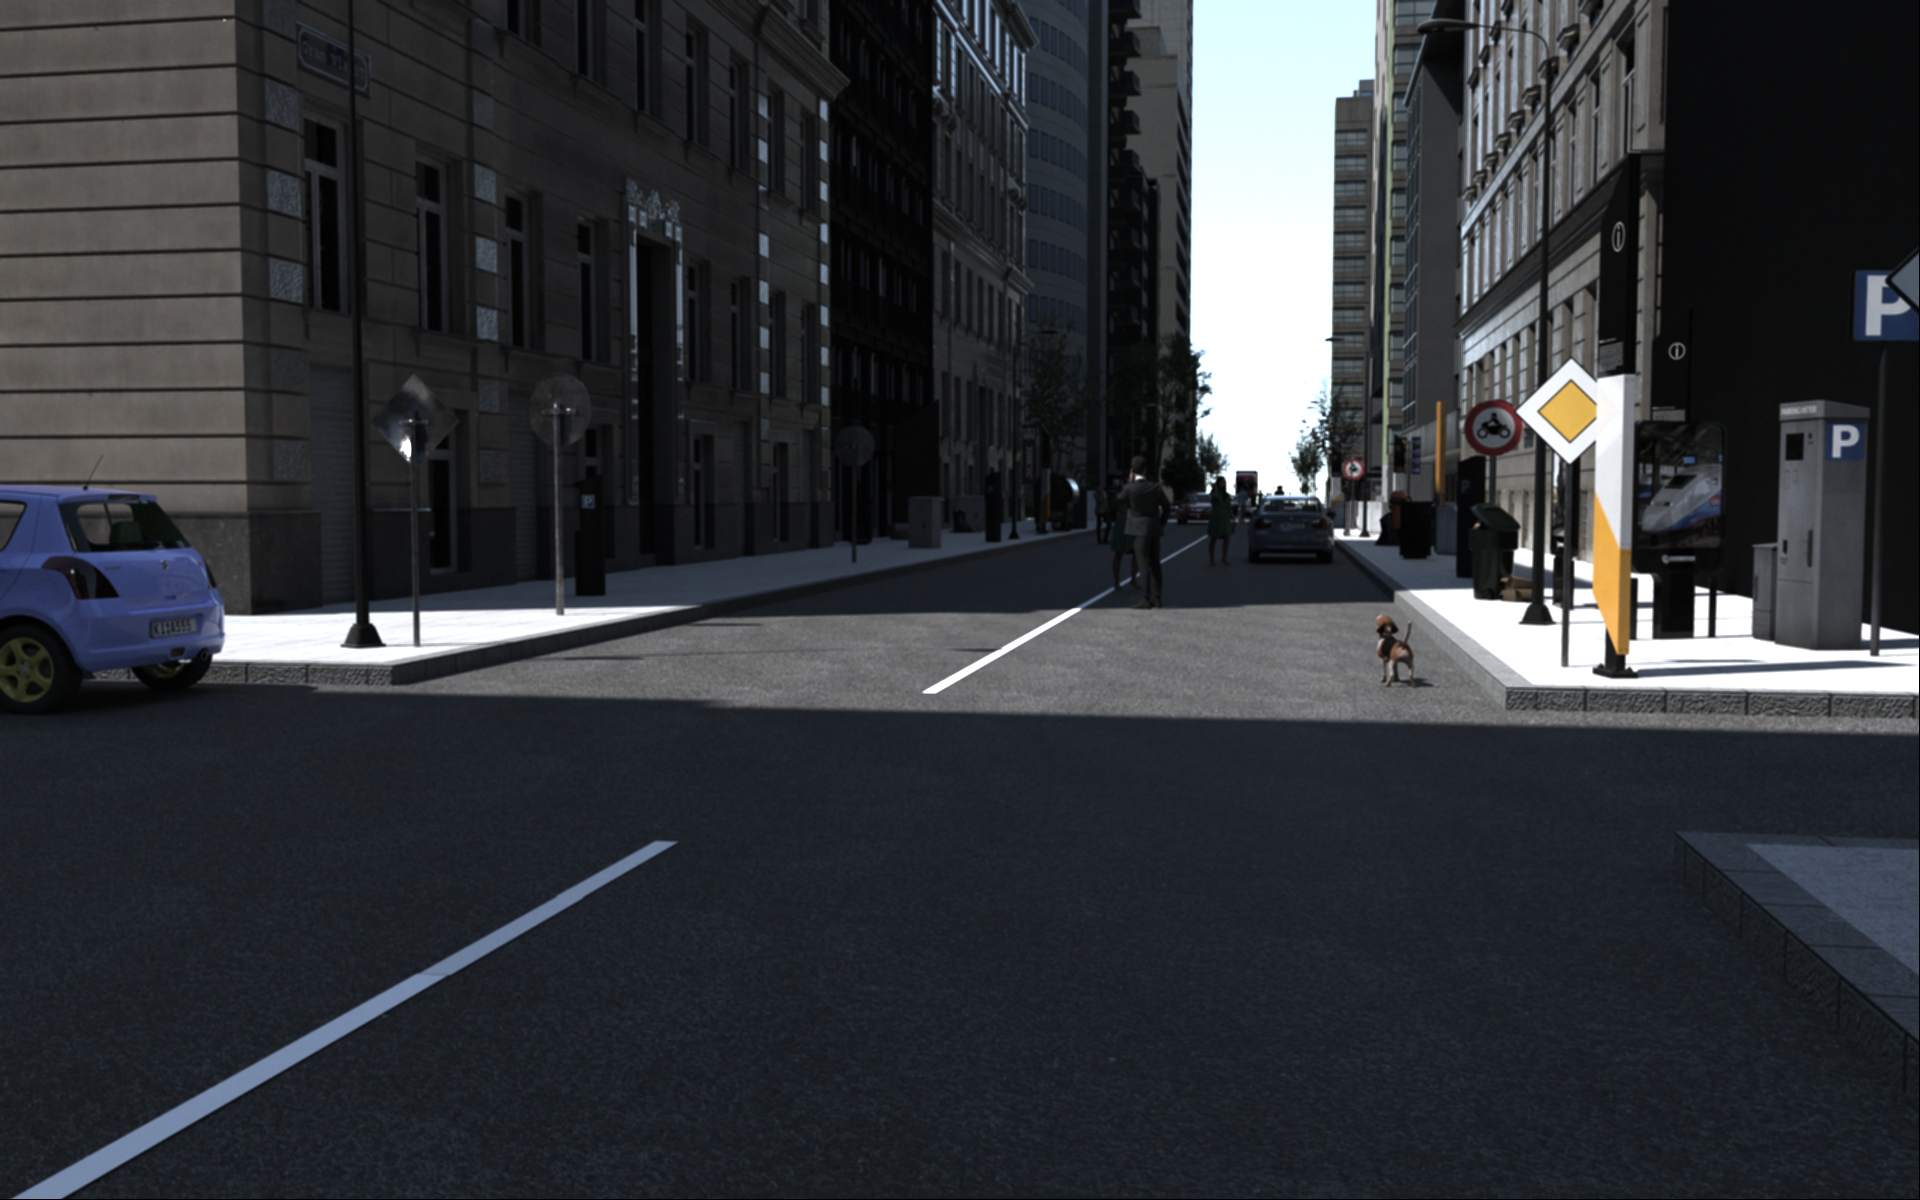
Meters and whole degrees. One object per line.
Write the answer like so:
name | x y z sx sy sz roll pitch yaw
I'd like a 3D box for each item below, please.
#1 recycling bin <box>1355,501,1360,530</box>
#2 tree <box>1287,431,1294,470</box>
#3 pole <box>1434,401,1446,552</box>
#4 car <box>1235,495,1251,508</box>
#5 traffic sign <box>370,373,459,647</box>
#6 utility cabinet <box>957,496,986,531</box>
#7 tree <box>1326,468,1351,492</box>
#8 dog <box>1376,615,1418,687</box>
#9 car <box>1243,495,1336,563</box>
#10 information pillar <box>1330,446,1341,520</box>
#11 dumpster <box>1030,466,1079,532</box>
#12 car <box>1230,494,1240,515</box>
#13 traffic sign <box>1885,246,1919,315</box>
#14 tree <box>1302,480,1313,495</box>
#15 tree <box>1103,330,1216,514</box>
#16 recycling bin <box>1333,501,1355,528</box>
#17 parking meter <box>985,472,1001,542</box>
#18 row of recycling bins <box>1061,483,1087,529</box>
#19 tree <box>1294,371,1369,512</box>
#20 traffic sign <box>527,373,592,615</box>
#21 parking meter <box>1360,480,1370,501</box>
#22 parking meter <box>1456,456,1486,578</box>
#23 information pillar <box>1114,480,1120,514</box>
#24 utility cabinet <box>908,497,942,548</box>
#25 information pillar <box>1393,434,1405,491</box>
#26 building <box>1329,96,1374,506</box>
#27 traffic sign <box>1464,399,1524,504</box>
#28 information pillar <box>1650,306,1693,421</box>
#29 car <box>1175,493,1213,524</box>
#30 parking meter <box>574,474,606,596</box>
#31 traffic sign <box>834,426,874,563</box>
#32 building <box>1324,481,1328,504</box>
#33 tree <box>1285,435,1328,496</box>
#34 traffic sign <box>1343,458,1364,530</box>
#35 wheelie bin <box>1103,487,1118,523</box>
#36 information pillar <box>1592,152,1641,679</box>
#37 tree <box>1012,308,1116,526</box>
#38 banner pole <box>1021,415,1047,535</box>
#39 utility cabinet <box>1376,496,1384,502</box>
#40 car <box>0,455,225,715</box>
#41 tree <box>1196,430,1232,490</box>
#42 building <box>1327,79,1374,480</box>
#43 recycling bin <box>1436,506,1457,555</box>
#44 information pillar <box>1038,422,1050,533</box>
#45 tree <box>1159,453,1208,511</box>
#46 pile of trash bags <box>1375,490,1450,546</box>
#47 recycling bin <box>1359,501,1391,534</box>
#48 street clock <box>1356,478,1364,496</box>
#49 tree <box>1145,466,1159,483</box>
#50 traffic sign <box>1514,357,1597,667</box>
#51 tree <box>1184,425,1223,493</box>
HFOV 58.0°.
recycling bin | 14.525 -2.979 61.262 0.722 1.027 0.722 2 4 29
tree | 36.803 -14.286 183.934 4.360 8.622 3.978 0 3 0
pole | 10.613 -2.717 38.265 0.158 3.312 0.155 0 3 0
car | 29.184 -10.247 179.893 2.083 1.381 4.827 1 4 10
traffic sign | -4.554 -0.662 14.471 0.795 2.450 0.064 1 4 10
utility cabinet | 0.409 -3.014 60.443 1.020 1.237 0.306 1 4 13
tree | 23.718 -7.013 109.271 1.663 3.219 1.824 0 3 0
dog | 3.262 0.383 13.024 0.406 0.507 0.540 -3 5 -43
car | 7.111 -1.552 37.385 2.014 1.417 4.499 1 4 10
information pillar | 18.439 -5.725 84.962 0.504 3.616 0.183 -1 4 -12
dumpster | 3.237 -3.476 59.325 1.502 2.255 1.985 1 4 10
car | 18.076 -6.623 118.080 2.009 1.686 4.222 1 4 9
traffic sign | 3.029 -0.079 4.931 0.795 2.450 0.064 1 4 10
tree | 43.265 -13.635 217.535 1.663 3.219 1.824 0 3 0
tree | 12.602 -11.242 109.570 9.928 11.665 9.643 0 3 0
recycling bin | 14.602 -3.247 65.643 0.722 1.027 0.722 2 4 29
parking meter | 0.882 -2.483 46.311 0.399 1.863 0.255 3 5 40
row of recycling bins | 4.316 -3.559 65.310 1.069 1.692 3.534 0 4 1
tree | 22.194 -9.346 103.176 4.360 8.622 3.978 0 3 0
traffic sign | -4.239 -1.111 18.279 0.768 2.556 0.104 1 4 18
parking meter | 16.873 -4.067 72.207 0.399 1.863 0.255 1 4 9
parking meter | 7.841 -1.278 26.600 0.255 1.863 0.399 -2 4 -27
information pillar | 7.961 -5.078 87.516 0.304 2.012 0.304 -3 5 -40
utility cabinet | -0.849 -1.843 41.288 0.306 1.237 1.020 -2 4 -35
information pillar | 17.130 -4.665 67.624 0.504 3.616 0.183 -2 4 -25
building | 45.863 -30.393 180.514 14.154 41.232 14.086 1 4 10
traffic sign | 7.174 -1.421 23.337 0.768 2.556 0.104 1 4 17
information pillar | 8.936 -1.862 21.792 0.183 3.616 0.504 -3 5 -43
car | 11.406 -4.509 82.755 2.155 1.783 4.494 1 4 12
parking meter | -4.687 -0.827 21.927 0.372 1.533 0.369 0 3 0
traffic sign | -1.977 -1.967 32.272 0.768 2.556 0.104 1 4 11
building | 64.676 -32.750 227.338 32.217 40.220 23.993 1 4 10
tree | 44.361 -16.757 224.342 4.737 8.622 4.395 0 3 0
traffic sign | 14.089 -3.788 62.038 0.768 2.556 0.104 1 4 15
wheelie bin | 6.821 -4.290 78.052 0.980 1.594 0.693 0 4 -5
information pillar | 4.612 -1.274 12.178 0.183 3.616 0.504 0 4 -1
tree | 3.876 -7.219 68.399 4.737 8.622 4.395 0 3 0
banner pole | 2.337 -3.960 54.760 0.863 3.779 0.401 -1 4 -17
utility cabinet | 16.729 -3.541 69.059 0.306 1.237 1.020 1 4 12
car | -7.189 -0.159 12.199 3.694 1.707 1.945 1 4 9
tree | 29.312 -15.249 199.691 4.737 8.622 4.395 0 3 0
building | 55.219 -35.569 201.155 23.786 49.044 30.456 1 4 10
recycling bin | 10.592 -1.474 36.658 0.722 1.027 0.722 -2 4 -25
information pillar | 2.766 -3.982 56.460 0.183 3.616 0.504 -2 4 -29
tree | 19.859 -10.207 150.605 4.285 4.588 4.351 0 3 0
pile of trash bags | 11.221 -2.034 43.013 1.912 1.369 3.447 2 4 25
recycling bin | 13.528 -2.667 56.156 0.722 1.027 0.722 3 5 41
street clock | 18.264 -4.536 78.736 0.471 2.002 0.358 -1 4 -9
tree | 10.980 -6.706 104.243 1.663 3.219 1.824 0 3 0
traffic sign | 4.483 -0.559 12.783 0.795 2.450 0.064 1 4 10
tree | 27.012 -14.668 190.176 4.360 8.622 3.978 0 3 0
